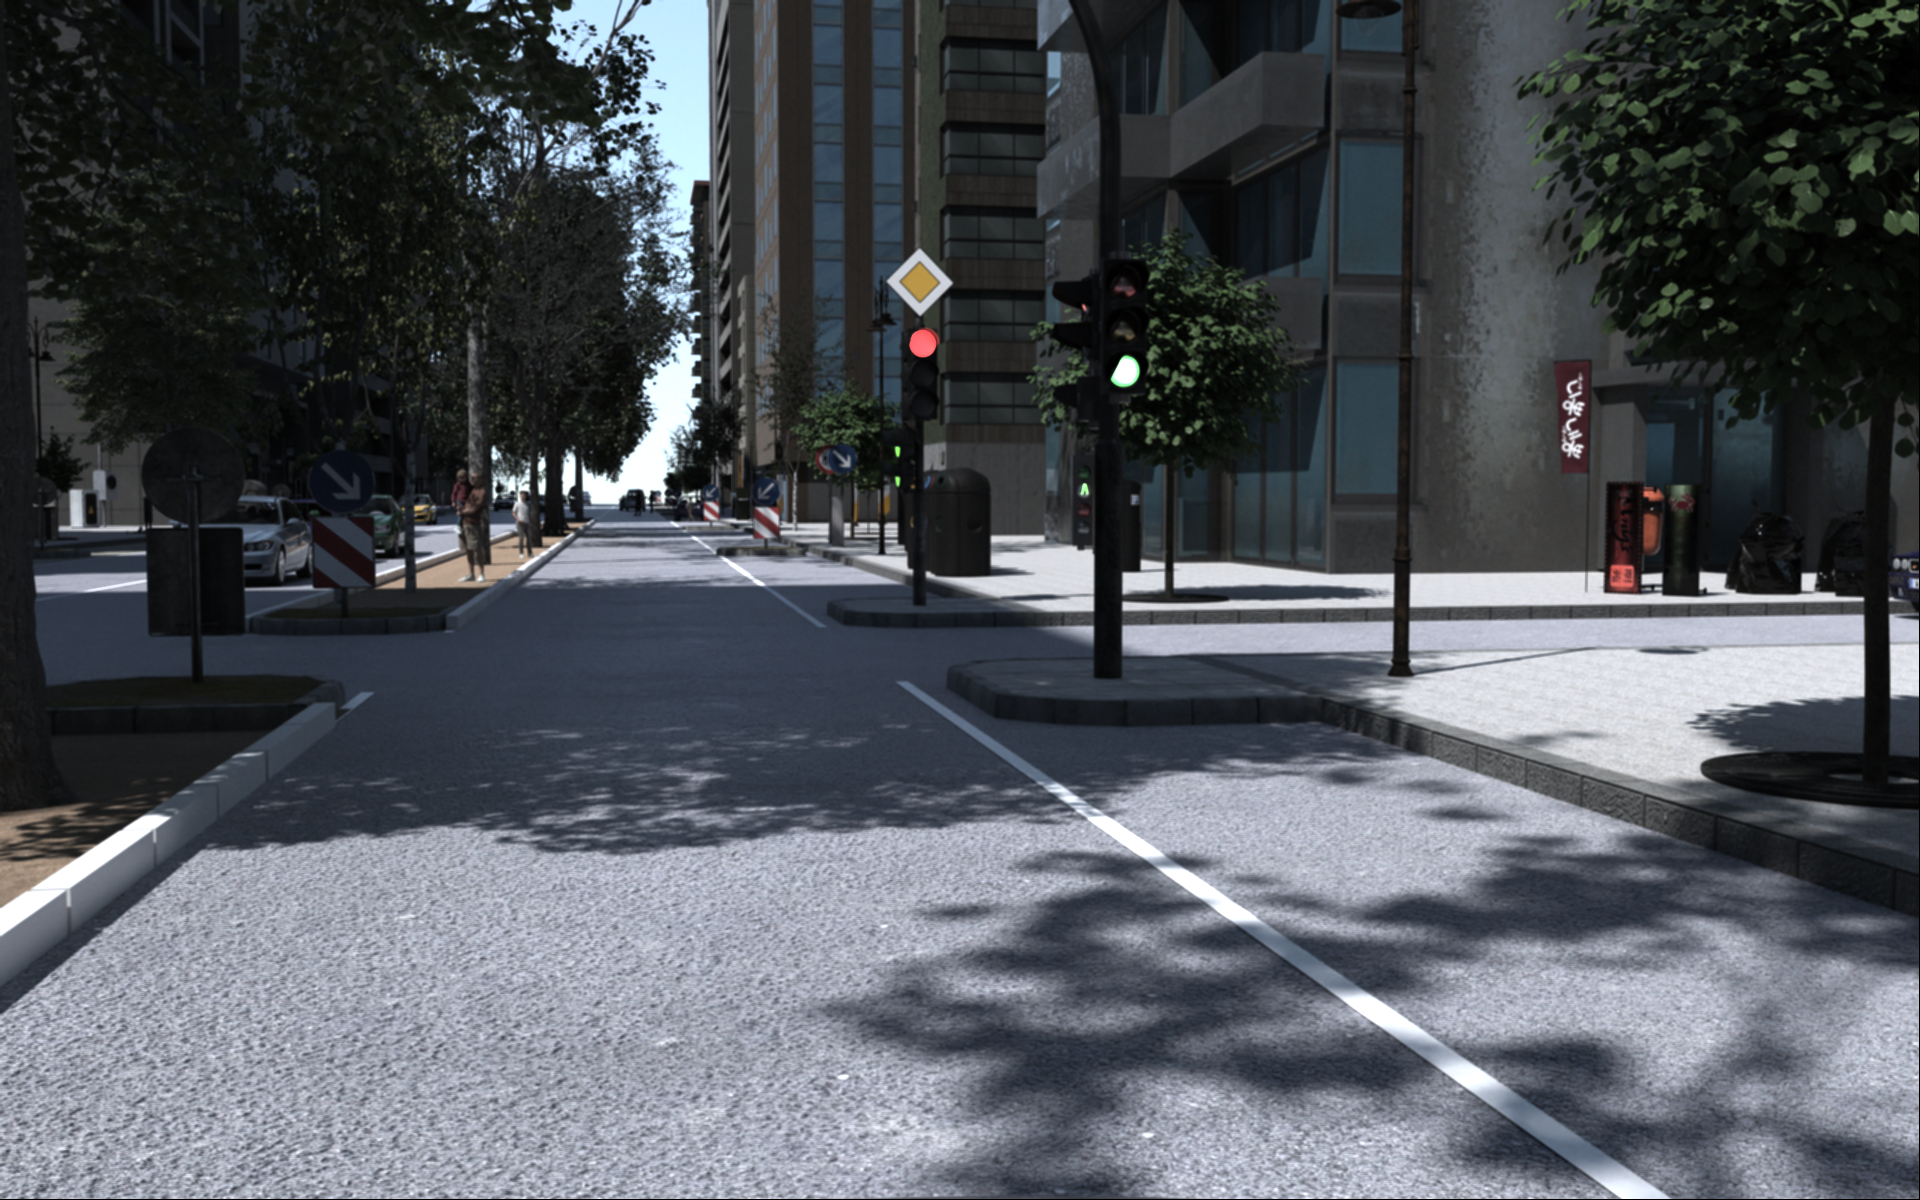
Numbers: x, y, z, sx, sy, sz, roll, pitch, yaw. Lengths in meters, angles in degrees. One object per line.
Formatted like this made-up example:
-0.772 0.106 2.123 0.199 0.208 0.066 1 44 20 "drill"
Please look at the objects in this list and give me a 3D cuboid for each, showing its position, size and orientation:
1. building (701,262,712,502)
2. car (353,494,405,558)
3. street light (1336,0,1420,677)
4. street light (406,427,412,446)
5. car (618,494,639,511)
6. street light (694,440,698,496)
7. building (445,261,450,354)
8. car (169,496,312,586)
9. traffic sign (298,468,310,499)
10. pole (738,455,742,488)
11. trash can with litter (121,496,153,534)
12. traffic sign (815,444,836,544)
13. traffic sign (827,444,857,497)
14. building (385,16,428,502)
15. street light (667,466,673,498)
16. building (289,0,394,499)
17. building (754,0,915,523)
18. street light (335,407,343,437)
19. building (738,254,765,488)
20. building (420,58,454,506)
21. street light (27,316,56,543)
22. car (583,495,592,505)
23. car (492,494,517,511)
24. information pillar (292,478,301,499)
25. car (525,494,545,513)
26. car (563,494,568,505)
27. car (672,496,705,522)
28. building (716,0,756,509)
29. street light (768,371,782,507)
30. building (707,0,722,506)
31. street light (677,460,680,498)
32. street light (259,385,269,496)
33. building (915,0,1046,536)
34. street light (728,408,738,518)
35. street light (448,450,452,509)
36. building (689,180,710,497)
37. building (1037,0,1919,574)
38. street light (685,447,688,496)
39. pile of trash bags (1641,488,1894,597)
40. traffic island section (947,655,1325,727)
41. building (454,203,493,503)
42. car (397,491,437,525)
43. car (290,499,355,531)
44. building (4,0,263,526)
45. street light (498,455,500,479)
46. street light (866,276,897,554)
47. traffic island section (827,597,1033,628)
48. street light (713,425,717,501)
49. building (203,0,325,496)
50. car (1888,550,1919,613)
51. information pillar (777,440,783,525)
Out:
-25.470 -27.271 217.582 14.160 30.474 14.107 -1 4 -11 "building"
-13.781 -1.721 39.942 2.131 1.459 4.920 -1 4 -12 "car"
3.111 -2.401 12.049 0.468 5.910 1.993 -1 4 -11 "street light"
-38.230 -9.008 120.071 0.468 5.910 1.993 -1 4 -11 "street light"
-28.908 -8.539 151.621 2.014 1.417 4.499 -1 4 -10 "car"
-21.340 -10.267 140.645 0.468 5.910 1.993 -1 4 -11 "street light"
-75.812 -31.886 213.221 32.217 40.220 23.993 -1 4 -11 "building"
-11.733 -0.999 28.331 2.014 1.417 4.499 -1 4 -11 "car"
-31.492 -5.102 83.521 0.768 2.556 0.104 -1 4 -10 "traffic sign"
-11.459 -5.903 90.354 0.158 3.312 0.155 0 3 0 "pole"
-26.771 -2.789 56.657 1.678 1.210 2.233 -1 4 -12 "trash can with litter"
-3.318 -2.705 44.331 0.768 2.556 0.104 0 4 -2 "traffic sign"
-2.982 -2.678 43.883 0.768 2.556 0.104 0 4 -2 "traffic sign"
-52.583 -30.210 144.052 14.600 45.320 14.200 -1 4 -11 "building"
-42.112 -16.953 249.966 0.468 5.910 1.993 -1 4 -11 "street light"
-54.016 -30.691 125.497 21.300 48.544 21.600 -1 4 -11 "building"
-2.366 -26.442 82.438 14.600 45.320 14.200 -1 4 -11 "building"
-32.897 -7.284 91.887 0.468 5.910 1.993 -1 4 -11 "street light"
-2.301 -17.657 133.730 27.650 21.520 28.899 -1 4 -11 "building"
-66.787 -34.703 187.002 23.786 49.044 30.456 -1 4 -11 "building"
-23.998 -4.426 45.152 0.468 5.910 1.993 -1 4 -11 "street light"
-49.518 -13.184 227.927 2.083 1.381 4.827 -1 4 -10 "car"
-38.057 -8.265 144.918 2.009 1.686 4.222 -1 4 -12 "car"
-30.604 -4.613 79.916 0.304 2.012 0.304 2 4 31 "information pillar"
-29.879 -6.864 122.010 2.009 1.686 4.222 -1 4 -13 "car"
-54.553 -13.875 236.638 2.009 1.686 4.222 -1 4 -12 "car"
-14.243 -4.842 91.740 1.945 1.354 3.894 -1 4 -12 "car"
-10.667 -32.616 156.973 21.300 48.544 21.600 -1 4 -11 "building"
-6.909 -5.635 64.925 0.468 5.910 1.993 -1 4 -11 "street light"
-17.803 -40.042 196.680 21.231 58.520 28.212 -1 4 -11 "building"
-31.449 -13.518 193.799 0.468 5.910 1.993 -1 4 -11 "street light"
-29.364 -6.143 73.228 0.468 5.910 1.993 -1 4 -11 "street light"
5.191 -17.653 60.330 14.160 30.474 14.107 -1 4 -11 "building"
-12.183 -7.354 93.019 0.468 5.910 1.993 -1 4 -11 "street light"
-43.609 -10.739 148.370 0.468 5.910 1.993 -1 4 -11 "street light"
-25.831 -35.736 238.906 22.147 44.769 28.867 -1 4 -11 "building"
16.640 -25.583 37.896 30.456 49.044 23.786 -1 4 -11 "building"
-26.662 -11.997 168.945 0.468 5.910 1.993 -1 4 -11 "street light"
10.516 -0.805 22.921 3.447 1.369 1.912 2 4 33 "pile of trash bags"
1.045 0.620 12.141 2.009 0.180 2.903 -1 4 -11 "traffic island section"
-71.206 -33.666 234.038 14.154 41.232 14.086 -1 4 -11 "building"
-25.217 -4.274 80.108 2.015 1.641 3.980 -1 4 -12 "car"
-13.236 -1.370 34.985 1.945 1.354 3.894 -1 4 -9 "car"
-43.314 -39.030 76.391 20.563 71.187 20.611 -1 4 -11 "building"
-53.910 -14.047 202.455 0.468 5.910 1.993 -1 4 -11 "street light"
-1.667 -3.917 36.825 0.468 5.910 1.993 -1 4 -11 "street light"
-0.445 0.140 19.986 2.009 0.180 2.903 -1 4 -11 "traffic island section"
-15.889 -8.527 112.208 0.468 5.910 1.993 -1 4 -11 "street light"
-53.199 -31.275 100.586 28.713 52.752 27.495 -1 4 -11 "building"
12.680 -0.431 19.626 3.894 1.354 1.945 -1 4 -10 "car"
-7.538 -4.950 72.287 0.183 3.616 0.504 1 4 22 "information pillar"
